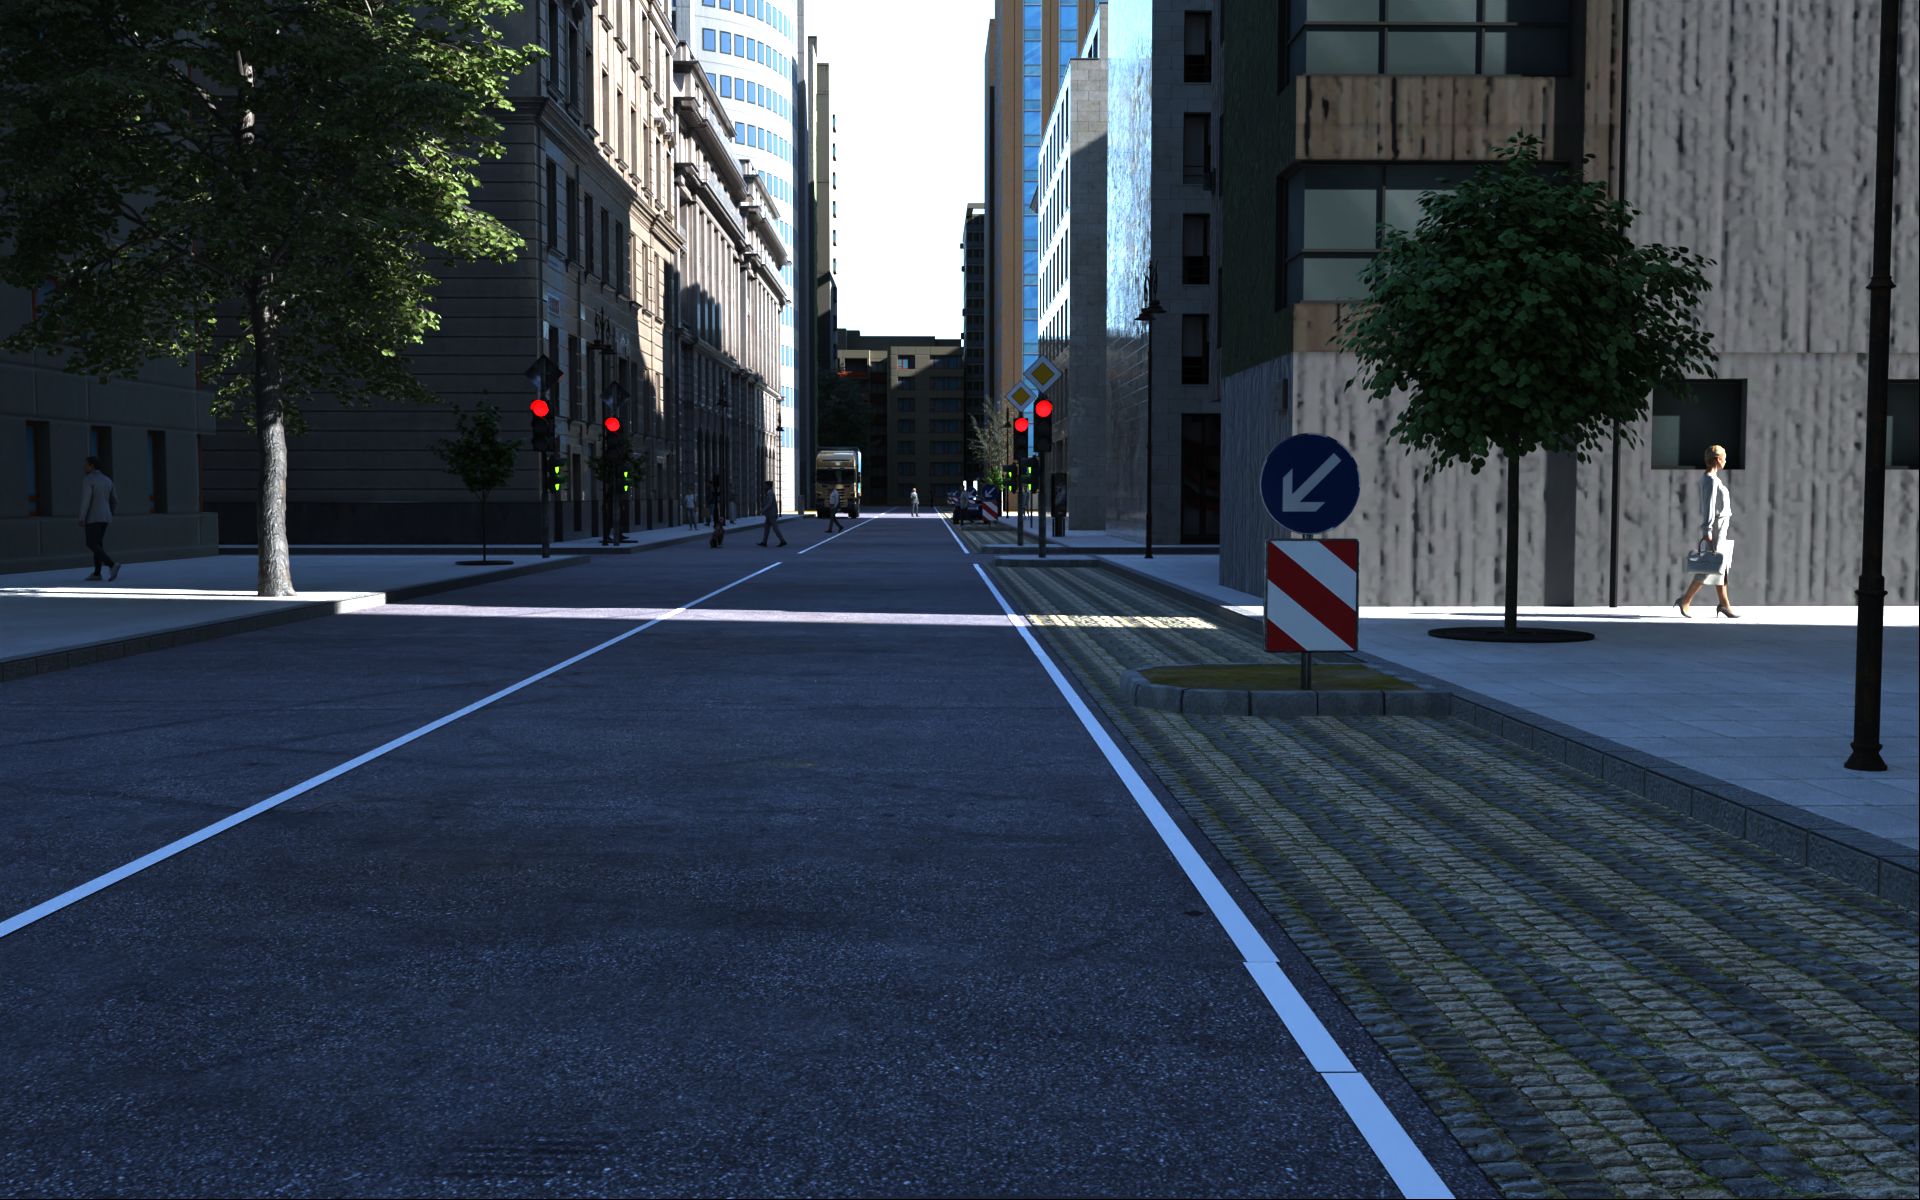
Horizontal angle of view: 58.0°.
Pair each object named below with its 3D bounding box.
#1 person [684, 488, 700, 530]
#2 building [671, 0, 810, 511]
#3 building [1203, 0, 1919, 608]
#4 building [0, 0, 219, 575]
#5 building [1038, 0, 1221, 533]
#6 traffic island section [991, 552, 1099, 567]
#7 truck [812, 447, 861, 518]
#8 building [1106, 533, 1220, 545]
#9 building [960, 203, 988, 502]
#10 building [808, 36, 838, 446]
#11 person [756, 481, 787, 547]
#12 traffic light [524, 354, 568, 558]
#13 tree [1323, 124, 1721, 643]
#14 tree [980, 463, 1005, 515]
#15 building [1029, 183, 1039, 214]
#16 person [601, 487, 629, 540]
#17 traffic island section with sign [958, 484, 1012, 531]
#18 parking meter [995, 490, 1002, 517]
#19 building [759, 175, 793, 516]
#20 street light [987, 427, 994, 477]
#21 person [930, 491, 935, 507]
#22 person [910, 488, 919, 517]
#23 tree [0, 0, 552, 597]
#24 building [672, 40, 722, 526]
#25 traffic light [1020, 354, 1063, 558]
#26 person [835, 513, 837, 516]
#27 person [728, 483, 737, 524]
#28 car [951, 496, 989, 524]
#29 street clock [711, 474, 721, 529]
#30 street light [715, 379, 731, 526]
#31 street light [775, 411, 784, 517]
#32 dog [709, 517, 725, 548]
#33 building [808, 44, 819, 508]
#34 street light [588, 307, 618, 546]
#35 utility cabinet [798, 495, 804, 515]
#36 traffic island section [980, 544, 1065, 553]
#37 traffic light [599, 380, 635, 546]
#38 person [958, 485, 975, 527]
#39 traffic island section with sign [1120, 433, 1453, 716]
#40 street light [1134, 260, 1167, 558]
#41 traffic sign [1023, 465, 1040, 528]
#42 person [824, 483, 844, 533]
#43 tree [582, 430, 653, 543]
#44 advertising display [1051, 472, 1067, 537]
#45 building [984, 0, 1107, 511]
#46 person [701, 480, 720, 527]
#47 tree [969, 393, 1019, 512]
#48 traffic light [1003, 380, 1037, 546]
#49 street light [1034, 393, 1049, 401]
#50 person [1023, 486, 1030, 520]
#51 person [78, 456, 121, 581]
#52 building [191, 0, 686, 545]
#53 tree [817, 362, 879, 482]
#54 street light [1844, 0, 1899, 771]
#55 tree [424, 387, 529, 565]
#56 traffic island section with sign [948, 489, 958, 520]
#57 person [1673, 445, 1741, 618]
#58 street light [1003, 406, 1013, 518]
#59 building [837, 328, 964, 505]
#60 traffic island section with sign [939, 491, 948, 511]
[{"bbox_3d":[-9.507,-3.231,61.467,0.503,1.515,0.523,-2,4,-32],"label":"person"},{"bbox_3d":[-22.905,-36.007,130.711,21.231,58.520,28.212,0,4,-1],"label":"building"},{"bbox_3d":[10.633,-15.537,25.739,14.160,30.474,14.107,0,4,-1],"label":"building"},{"bbox_3d":[-29.535,-10.773,21.171,28.899,21.520,27.650,0,4,-1],"label":"building"},{"bbox_3d":[8.868,-13.116,69.191,10.420,20.320,16.860,0,4,-1],"label":"building"},{"bbox_3d":[1.686,-0.781,35.051,2.009,0.180,2.903,0,4,-1],"label":"traffic island section"},{"bbox_3d":[-7.361,-7.117,105.275,2.839,4.237,11.283,0,4,-2],"label":"truck"},{"bbox_3d":[13.060,-11.845,48.415,16.860,20.320,10.420,0,4,-1],"label":"building"},{"bbox_3d":[12.168,-32.177,217.982,23.993,40.220,32.217,0,4,-1],"label":"building"},{"bbox_3d":[-23.895,-34.104,181.304,21.600,48.544,21.300,0,4,-1],"label":"building"},{"bbox_3d":[-5.131,-2.343,47.077,0.850,1.792,0.678,0,4,-3],"label":"person"},{"bbox_3d":[-8.313,-2.801,34.720,0.839,4.253,0.868,0,4,-1],"label":"traffic light"},{"bbox_3d":[4.897,-1.947,15.540,4.285,4.588,4.351,0,3,0],"label":"tree"},{"bbox_3d":[2.230,-6.991,108.908,1.663,3.219,1.824,0,3,0],"label":"tree"},{"bbox_3d":[9.287,-15.115,98.043,10.553,20.767,40.483,0,4,-1],"label":"building"},{"bbox_3d":[-9.478,-2.568,47.807,0.755,1.850,0.659,-2,4,-25],"label":"person"},{"bbox_3d":[1.034,-3.615,67.731,1.989,1.847,2.006,0,4,-1],"label":"traffic island section with sign"},{"bbox_3d":[2.186,-5.467,97.790,0.372,1.533,0.369,0,3,0],"label":"parking meter"},{"bbox_3d":[-17.694,-16.118,105.337,13.314,21.916,24.055,0,4,-1],"label":"building"},{"bbox_3d":[2.035,-8.866,117.742,0.468,5.910,1.993,0,4,-1],"label":"street light"},{"bbox_3d":[-2.947,-10.756,185.080,0.721,1.735,1.217,2,4,27],"label":"person"},{"bbox_3d":[-2.849,-6.222,110.399,0.661,1.801,0.590,-3,5,-45],"label":"person"},{"bbox_3d":[-8.703,-6.291,20.993,7.486,12.596,7.792,0,3,0],"label":"tree"},{"bbox_3d":[-17.239,-14.554,79.755,13.314,21.916,24.055,0,4,-1],"label":"building"},{"bbox_3d":[1.645,-2.814,34.936,0.839,4.253,0.868,0,4,-1],"label":"traffic light"},{"bbox_3d":[-8.175,-6.151,113.312,0.306,1.304,0.590,-1,4,-16],"label":"person"},{"bbox_3d":[-9.708,-4.127,74.062,0.362,1.759,0.519,0,4,5],"label":"person"},{"bbox_3d":[0.534,-4.312,83.082,1.945,1.354,3.894,0,4,1],"label":"car"},{"bbox_3d":[-8.941,-3.605,63.514,0.358,2.002,0.471,0,4,-6],"label":"street clock"},{"bbox_3d":[-9.488,-5.912,69.446,0.468,5.910,1.993,0,4,-1],"label":"street light"},{"bbox_3d":[-10.037,-7.570,96.557,0.468,5.910,1.993,0,4,-1],"label":"street light"},{"bbox_3d":[-6.423,-1.798,46.233,0.513,0.831,0.800,0,4,6],"label":"dog"},{"bbox_3d":[-20.005,-28.700,152.847,14.154,41.232,14.086,0,4,-1],"label":"building"},{"bbox_3d":[-8.832,-4.291,42.940,0.468,5.910,1.993,0,4,-1],"label":"street light"},{"bbox_3d":[-9.965,-5.966,108.699,0.306,1.237,1.020,0,4,2],"label":"utility cabinet"},{"bbox_3d":[1.524,-1.269,43.035,2.009,0.180,2.903,0,4,-1],"label":"traffic island section"},{"bbox_3d":[-8.475,-3.289,42.703,0.839,4.253,0.868,0,4,-1],"label":"traffic light"},{"bbox_3d":[0.248,-4.027,74.182,0.795,1.843,0.661,-1,4,-19],"label":"person"},{"bbox_3d":[2.157,-0.209,12.049,1.989,1.847,2.006,0,4,-1],"label":"traffic island section with sign"},{"bbox_3d":[3.773,-3.770,34.429,0.468,5.910,1.993,0,4,-1],"label":"street light"},{"bbox_3d":[2.727,-4.031,66.007,0.768,2.556,0.104,0,4,8],"label":"traffic sign"},{"bbox_3d":[-4.702,-3.417,64.464,0.850,1.850,0.679,-2,4,-32],"label":"person"},{"bbox_3d":[-8.875,-3.120,45.612,1.663,3.219,1.824,0,3,0],"label":"tree"},{"bbox_3d":[2.976,-2.870,52.143,0.123,1.923,0.974,2,4,25],"label":"advertising display"},{"bbox_3d":[9.396,-31.294,161.768,14.600,45.320,14.200,0,4,-1],"label":"building"},{"bbox_3d":[-9.712,-3.752,67.381,0.713,1.824,0.794,1,4,12],"label":"person"},{"bbox_3d":[2.765,-10.644,124.387,4.360,8.622,3.978,0,3,0],"label":"tree"},{"bbox_3d":[1.484,-3.303,42.920,0.839,4.253,0.868,0,4,-1],"label":"traffic light"},{"bbox_3d":[3.046,-5.623,64.724,0.468,5.910,1.993,0,4,-1],"label":"street light"},{"bbox_3d":[3.288,-4.899,87.148,0.512,1.701,0.522,1,4,16],"label":"person"},{"bbox_3d":[-12.675,-1.204,25.581,0.795,1.843,0.661,1,4,15],"label":"person"},{"bbox_3d":[-16.477,-15.768,55.066,12.463,27.353,25.104,0,4,-1],"label":"building"},{"bbox_3d":[-12.544,-15.889,166.438,9.857,13.997,8.962,0,3,0],"label":"tree"},{"bbox_3d":[4.234,-2.149,7.919,0.468,5.910,1.993,0,4,-1],"label":"street light"},{"bbox_3d":[-8.575,-2.254,31.455,1.663,3.219,1.824,0,3,0],"label":"tree"},{"bbox_3d":[0.485,-5.263,94.681,1.989,1.847,2.006,0,4,-1],"label":"traffic island section with sign"},{"bbox_3d":[7.747,-0.705,17.917,0.624,1.780,0.694,2,4,31],"label":"person"},{"bbox_3d":[2.507,-7.244,91.232,0.468,5.910,1.993,0,4,-1],"label":"street light"},{"bbox_3d":[-14.280,-22.722,216.542,28.899,21.520,27.650,0,4,-1],"label":"building"},{"bbox_3d":[-0.539,-8.358,145.276,1.989,1.847,2.006,0,4,-1],"label":"traffic island section with sign"}]
